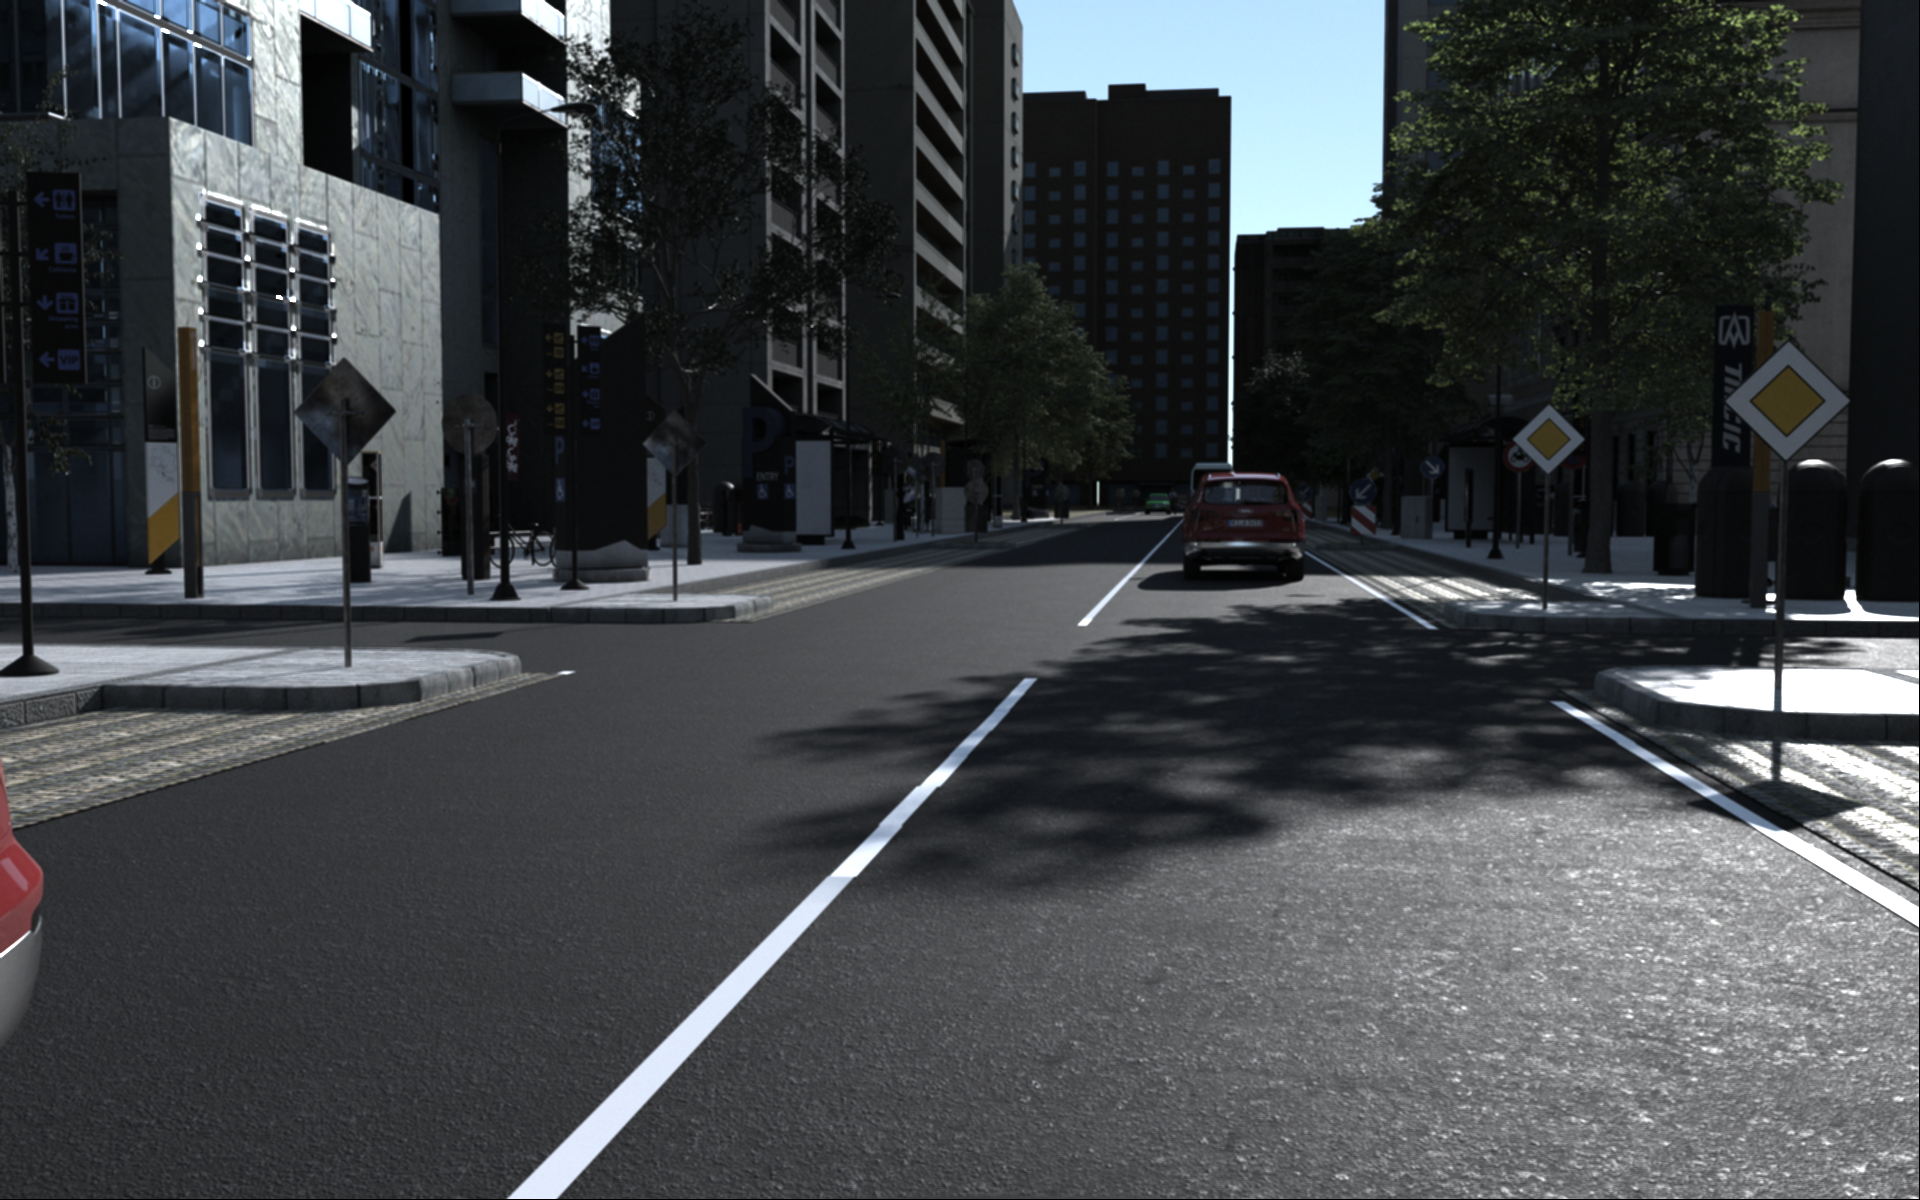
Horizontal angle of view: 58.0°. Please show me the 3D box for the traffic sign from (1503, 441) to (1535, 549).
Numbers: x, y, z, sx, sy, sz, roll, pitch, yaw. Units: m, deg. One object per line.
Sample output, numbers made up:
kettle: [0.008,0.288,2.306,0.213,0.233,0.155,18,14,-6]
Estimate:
traffic sign: [13.120,-2.481,40.672,0.768,2.556,0.104,1,4,8]

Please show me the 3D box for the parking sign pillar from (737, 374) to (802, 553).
parking sign pillar: [-4.252,-3.061,38.514,1.447,3.967,1.447,3,5,39]

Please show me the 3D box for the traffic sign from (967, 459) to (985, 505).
traffic sign: [0.512,-3.869,63.366,0.768,2.556,0.104,1,4,11]

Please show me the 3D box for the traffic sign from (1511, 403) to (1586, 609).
traffic sign: [6.528,-0.956,19.276,0.795,2.450,0.064,0,4,8]

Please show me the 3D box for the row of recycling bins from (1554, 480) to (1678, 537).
row of recycling bins: [19.872,-2.774,52.472,3.534,1.692,1.069,0,4,7]

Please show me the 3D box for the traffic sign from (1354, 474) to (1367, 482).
traffic sign: [21.383,-5.672,92.839,0.768,2.556,0.104,1,4,10]

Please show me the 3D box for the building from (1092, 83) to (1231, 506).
building: [22.627,-33.151,192.137,14.200,45.320,14.600,0,4,8]

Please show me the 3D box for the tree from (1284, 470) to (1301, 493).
tree: [26.484,-8.789,138.298,1.663,3.219,1.824,0,3,0]

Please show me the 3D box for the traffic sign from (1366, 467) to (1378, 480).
traffic sign: [17.193,-4.315,71.741,0.795,2.450,0.064,1,4,10]

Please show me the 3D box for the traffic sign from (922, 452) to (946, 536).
traffic sign: [-0.820,-3.200,52.433,0.768,2.556,0.104,1,4,14]

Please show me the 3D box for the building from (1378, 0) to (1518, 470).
building: [45.643,-36.743,142.739,21.231,58.520,28.212,0,4,8]

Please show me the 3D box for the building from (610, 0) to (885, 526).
building: [-14.027,-39.103,77.584,20.563,71.187,20.611,0,4,8]

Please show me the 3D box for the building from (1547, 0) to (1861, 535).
building: [27.892,-12.081,62.152,10.561,19.102,19.286,0,4,8]

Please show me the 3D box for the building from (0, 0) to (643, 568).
building: [-22.326,-44.743,44.214,22.319,86.520,31.000,0,4,8]

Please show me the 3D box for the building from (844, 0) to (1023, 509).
building: [-6.011,-32.458,154.382,21.600,48.544,21.300,0,4,8]

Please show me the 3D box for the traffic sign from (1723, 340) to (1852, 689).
traffic sign: [5.398,-0.473,11.371,0.795,2.450,0.064,0,4,8]

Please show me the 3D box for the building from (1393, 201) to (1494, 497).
building: [44.356,-16.513,115.021,27.650,21.520,28.899,0,4,8]

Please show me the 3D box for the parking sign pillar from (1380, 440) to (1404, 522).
parking sign pillar: [19.977,-5.557,79.325,1.447,3.967,1.447,0,4,0]

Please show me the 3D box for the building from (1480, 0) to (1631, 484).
building: [32.995,-18.060,81.189,13.634,28.700,20.117,0,4,8]

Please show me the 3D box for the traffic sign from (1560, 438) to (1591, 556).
traffic sign: [12.706,-2.195,35.998,0.768,2.556,0.104,1,4,11]

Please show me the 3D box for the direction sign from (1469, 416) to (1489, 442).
direction sign: [15.051,-3.568,50.329,0.876,3.537,0.379,-3,4,-37]

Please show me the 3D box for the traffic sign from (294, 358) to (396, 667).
traffic sign: [-4.543,-0.561,12.808,0.795,2.450,0.064,0,4,8]

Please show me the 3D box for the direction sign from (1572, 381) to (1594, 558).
direction sign: [12.656,-2.624,34.904,0.876,3.537,0.379,-2,4,-28]

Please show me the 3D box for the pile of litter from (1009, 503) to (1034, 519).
pile of litter: [3.210,-4.729,91.290,1.719,0.858,1.176,-1,4,-12]

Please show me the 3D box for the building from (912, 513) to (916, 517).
building: [-11.652,-29.650,108.487,21.300,48.544,21.600,0,4,8]

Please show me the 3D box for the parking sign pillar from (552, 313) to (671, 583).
parking sign pillar: [-5.316,-2.272,25.624,1.447,3.967,1.447,-3,4,-36]

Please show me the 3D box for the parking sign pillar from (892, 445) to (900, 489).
parking sign pillar: [-3.446,-6.427,93.550,1.447,3.967,1.447,0,4,-2]

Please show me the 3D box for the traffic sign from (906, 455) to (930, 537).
traffic sign: [-1.261,-3.058,51.180,0.795,2.450,0.064,1,4,17]

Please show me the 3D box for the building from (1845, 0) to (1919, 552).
building: [30.723,-14.442,29.631,24.014,27.812,14.314,0,4,8]

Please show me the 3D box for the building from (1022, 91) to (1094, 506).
building: [8.455,-33.228,193.384,14.200,45.320,14.600,0,4,8]

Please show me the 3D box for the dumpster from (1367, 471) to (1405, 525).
dumpster: [17.091,-4.119,69.836,1.502,2.255,1.985,0,4,8]

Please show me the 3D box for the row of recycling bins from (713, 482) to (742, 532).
row of recycling bins: [-6.726,-3.082,57.500,3.534,1.692,1.069,2,4,29]

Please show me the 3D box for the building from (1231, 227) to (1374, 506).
building: [37.106,-25.614,190.485,14.107,30.474,14.160,0,4,8]

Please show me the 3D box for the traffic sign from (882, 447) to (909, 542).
traffic sign: [-1.749,-2.843,46.588,0.768,2.556,0.104,1,4,17]

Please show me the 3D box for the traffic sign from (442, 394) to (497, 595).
traffic sign: [-6.253,-1.343,22.057,0.768,2.556,0.104,1,4,13]

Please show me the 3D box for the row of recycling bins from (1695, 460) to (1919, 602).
row of recycling bins: [10.914,-0.858,21.135,3.534,1.692,1.069,1,4,18]

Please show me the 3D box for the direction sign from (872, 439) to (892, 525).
direction sign: [-3.285,-4.819,70.792,0.876,3.537,0.379,3,5,43]

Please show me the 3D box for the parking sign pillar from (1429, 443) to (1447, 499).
parking sign pillar: [24.961,-6.241,90.516,1.447,3.967,1.447,3,4,37]

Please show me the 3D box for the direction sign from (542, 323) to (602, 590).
direction sign: [-5.188,-1.911,23.242,0.876,3.537,0.379,-3,5,-43]

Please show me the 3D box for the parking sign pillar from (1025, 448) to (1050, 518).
parking sign pillar: [4.131,-6.434,93.673,1.447,3.967,1.447,2,4,26]

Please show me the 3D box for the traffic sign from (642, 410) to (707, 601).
traffic sign: [-3.412,-1.044,20.713,0.795,2.450,0.064,0,4,8]

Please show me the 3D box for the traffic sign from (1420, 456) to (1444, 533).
traffic sign: [15.694,-3.516,57.592,0.768,2.556,0.104,1,4,16]

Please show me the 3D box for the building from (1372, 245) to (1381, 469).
building: [50.990,-25.457,187.918,14.107,30.474,14.160,0,4,8]

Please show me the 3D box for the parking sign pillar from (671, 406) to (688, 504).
parking sign pillar: [-8.486,-3.821,50.941,1.447,3.967,1.447,1,4,13]
